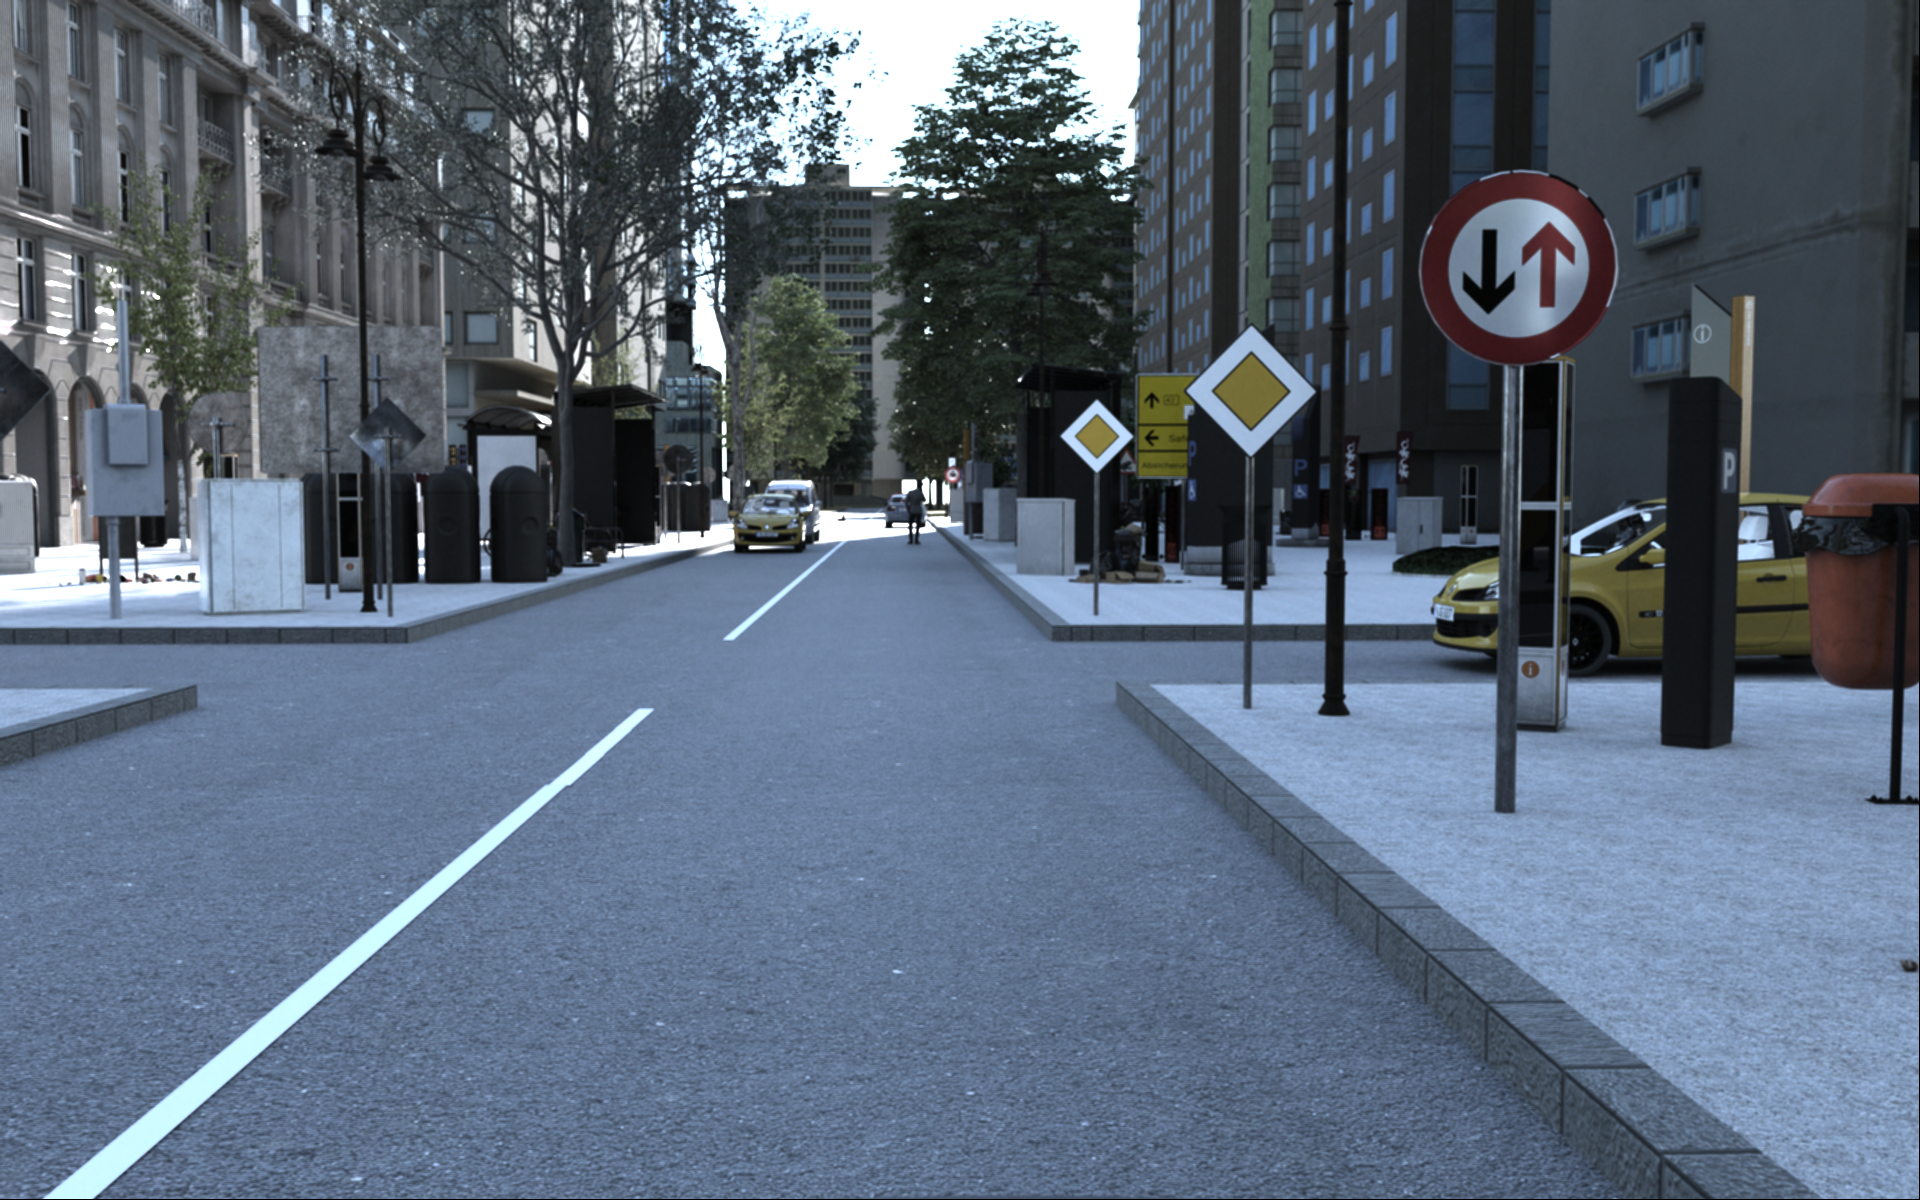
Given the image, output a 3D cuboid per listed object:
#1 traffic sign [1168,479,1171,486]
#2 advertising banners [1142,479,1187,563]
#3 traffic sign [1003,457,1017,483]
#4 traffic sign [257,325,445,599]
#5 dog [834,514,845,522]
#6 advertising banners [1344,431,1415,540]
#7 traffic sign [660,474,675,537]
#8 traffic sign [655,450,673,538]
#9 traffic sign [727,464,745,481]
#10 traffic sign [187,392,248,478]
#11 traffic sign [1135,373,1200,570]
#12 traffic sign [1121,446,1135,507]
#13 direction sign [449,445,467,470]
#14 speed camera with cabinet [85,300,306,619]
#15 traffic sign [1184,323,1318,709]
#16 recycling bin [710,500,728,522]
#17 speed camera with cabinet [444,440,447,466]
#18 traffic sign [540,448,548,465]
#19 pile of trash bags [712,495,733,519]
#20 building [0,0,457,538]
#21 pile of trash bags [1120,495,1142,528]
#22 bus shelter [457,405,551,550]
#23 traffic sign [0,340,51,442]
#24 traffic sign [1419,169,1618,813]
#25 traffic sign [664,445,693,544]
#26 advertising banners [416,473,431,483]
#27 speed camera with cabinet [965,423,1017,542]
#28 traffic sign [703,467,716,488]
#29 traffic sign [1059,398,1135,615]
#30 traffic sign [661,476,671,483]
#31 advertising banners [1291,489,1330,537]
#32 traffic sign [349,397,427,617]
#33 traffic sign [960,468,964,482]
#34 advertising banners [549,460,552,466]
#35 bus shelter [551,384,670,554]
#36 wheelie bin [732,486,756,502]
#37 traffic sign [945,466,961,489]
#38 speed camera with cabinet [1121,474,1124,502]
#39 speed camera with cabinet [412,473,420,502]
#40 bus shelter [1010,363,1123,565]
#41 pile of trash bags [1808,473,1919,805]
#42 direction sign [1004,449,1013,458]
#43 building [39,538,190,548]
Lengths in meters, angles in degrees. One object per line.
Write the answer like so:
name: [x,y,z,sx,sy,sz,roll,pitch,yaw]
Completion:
traffic sign: [5.490,-2.766,45.332,0.768,2.556,0.104,0,3,0]
advertising banners: [3.959,-2.211,32.339,0.090,3.025,2.074,-2,4,-24]
traffic sign: [1.630,-3.633,59.499,0.768,2.556,0.104,0,4,3]
traffic sign: [-7.381,-1.659,21.000,2.265,3.308,0.079,0,4,3]
dog: [-6.230,-4.286,90.263,0.748,0.427,0.550,-1,4,-14]
advertising banners: [11.679,-3.188,48.305,2.074,3.025,0.090,-1,4,-9]
traffic sign: [-8.980,-3.176,51.928,0.884,2.594,0.081,0,4,4]
traffic sign: [-8.518,-3.054,50.033,0.768,2.556,0.104,0,4,0]
traffic sign: [-9.443,-4.463,73.076,0.768,2.556,0.104,0,4,4]
traffic sign: [-9.273,-1.317,21.639,0.768,2.556,0.104,0,4,1]
traffic sign: [4.089,-2.160,29.184,2.265,3.308,0.079,0,4,3]
traffic sign: [4.519,-2.877,47.041,0.884,2.594,0.081,0,4,6]
direction sign: [-23.070,-5.360,79.634,0.876,3.537,0.379,1,4,15]
speed camera with cabinet: [-8.075,-1.466,18.308,2.038,3.252,0.660,-2,4,-33]
traffic sign: [1.717,-0.407,10.300,0.795,2.450,0.064,0,4,-2]
recycling bin: [-10.987,-4.053,78.827,0.722,1.027,0.722,-2,4,-25]
speed camera with cabinet: [-18.528,-4.195,62.926,0.660,3.252,2.038,-1,4,-13]
traffic sign: [-11.496,-2.857,46.814,0.768,2.556,0.104,0,4,8]
pile of trash bags: [-11.991,-4.900,89.871,3.447,1.369,1.912,-3,4,-36]
building: [-28.727,-13.735,66.359,13.314,21.916,24.055,0,4,-2]
pile of trash bags: [3.004,-2.144,44.811,1.912,1.369,3.447,-3,5,-40]
bus shelter: [-10.512,-2.954,42.217,2.014,3.302,5.546,0,4,-2]
traffic sign: [-5.674,-0.393,10.063,0.795,2.450,0.064,0,4,-2]
traffic sign: [2.202,-0.417,6.920,0.768,2.556,0.104,0,4,5]
traffic sign: [-7.243,-2.717,44.534,0.768,2.556,0.104,0,4,3]
advertising banners: [-13.524,-2.771,41.492,2.074,3.025,0.090,-3,5,-41]
speed camera with cabinet: [0.854,-3.264,47.703,0.660,3.252,2.038,-2,4,-27]
traffic sign: [-11.731,-4.923,80.589,0.768,2.556,0.104,0,4,5]
traffic sign: [1.438,-0.895,18.280,0.795,2.450,0.064,0,4,-2]
traffic sign: [-13.260,-4.726,77.377,0.768,2.556,0.104,0,4,5]
advertising banners: [10.942,-3.401,51.796,2.074,3.025,0.090,0,4,-5]
traffic sign: [-5.952,-0.881,18.044,0.795,2.450,0.064,0,4,-2]
traffic sign: [0.353,-4.939,80.851,0.768,2.556,0.104,0,4,8]
advertising banners: [-21.769,-5.720,89.702,2.074,3.025,0.090,0,4,4]
bus shelter: [-7.971,-2.981,40.016,1.731,3.624,6.357,0,4,-2]
wheelie bin: [-8.396,-3.621,67.118,0.693,1.594,0.980,-3,5,-41]
traffic sign: [-0.321,-4.856,79.503,0.768,2.556,0.104,0,4,7]
speed camera with cabinet: [3.896,-3.312,48.488,0.660,3.252,2.038,-1,4,-21]
speed camera with cabinet: [-17.311,-3.527,52.004,2.038,3.252,0.660,0,4,-8]
bus shelter: [2.039,-2.630,34.284,1.731,3.624,6.357,0,4,-2]
pile of trash bags: [5.310,0.150,7.301,3.447,1.369,1.912,0,4,4]
direction sign: [2.407,-5.851,87.656,0.379,3.537,0.876,3,5,41]
building: [-27.538,-12.268,42.376,13.314,21.916,24.055,0,4,-2]
